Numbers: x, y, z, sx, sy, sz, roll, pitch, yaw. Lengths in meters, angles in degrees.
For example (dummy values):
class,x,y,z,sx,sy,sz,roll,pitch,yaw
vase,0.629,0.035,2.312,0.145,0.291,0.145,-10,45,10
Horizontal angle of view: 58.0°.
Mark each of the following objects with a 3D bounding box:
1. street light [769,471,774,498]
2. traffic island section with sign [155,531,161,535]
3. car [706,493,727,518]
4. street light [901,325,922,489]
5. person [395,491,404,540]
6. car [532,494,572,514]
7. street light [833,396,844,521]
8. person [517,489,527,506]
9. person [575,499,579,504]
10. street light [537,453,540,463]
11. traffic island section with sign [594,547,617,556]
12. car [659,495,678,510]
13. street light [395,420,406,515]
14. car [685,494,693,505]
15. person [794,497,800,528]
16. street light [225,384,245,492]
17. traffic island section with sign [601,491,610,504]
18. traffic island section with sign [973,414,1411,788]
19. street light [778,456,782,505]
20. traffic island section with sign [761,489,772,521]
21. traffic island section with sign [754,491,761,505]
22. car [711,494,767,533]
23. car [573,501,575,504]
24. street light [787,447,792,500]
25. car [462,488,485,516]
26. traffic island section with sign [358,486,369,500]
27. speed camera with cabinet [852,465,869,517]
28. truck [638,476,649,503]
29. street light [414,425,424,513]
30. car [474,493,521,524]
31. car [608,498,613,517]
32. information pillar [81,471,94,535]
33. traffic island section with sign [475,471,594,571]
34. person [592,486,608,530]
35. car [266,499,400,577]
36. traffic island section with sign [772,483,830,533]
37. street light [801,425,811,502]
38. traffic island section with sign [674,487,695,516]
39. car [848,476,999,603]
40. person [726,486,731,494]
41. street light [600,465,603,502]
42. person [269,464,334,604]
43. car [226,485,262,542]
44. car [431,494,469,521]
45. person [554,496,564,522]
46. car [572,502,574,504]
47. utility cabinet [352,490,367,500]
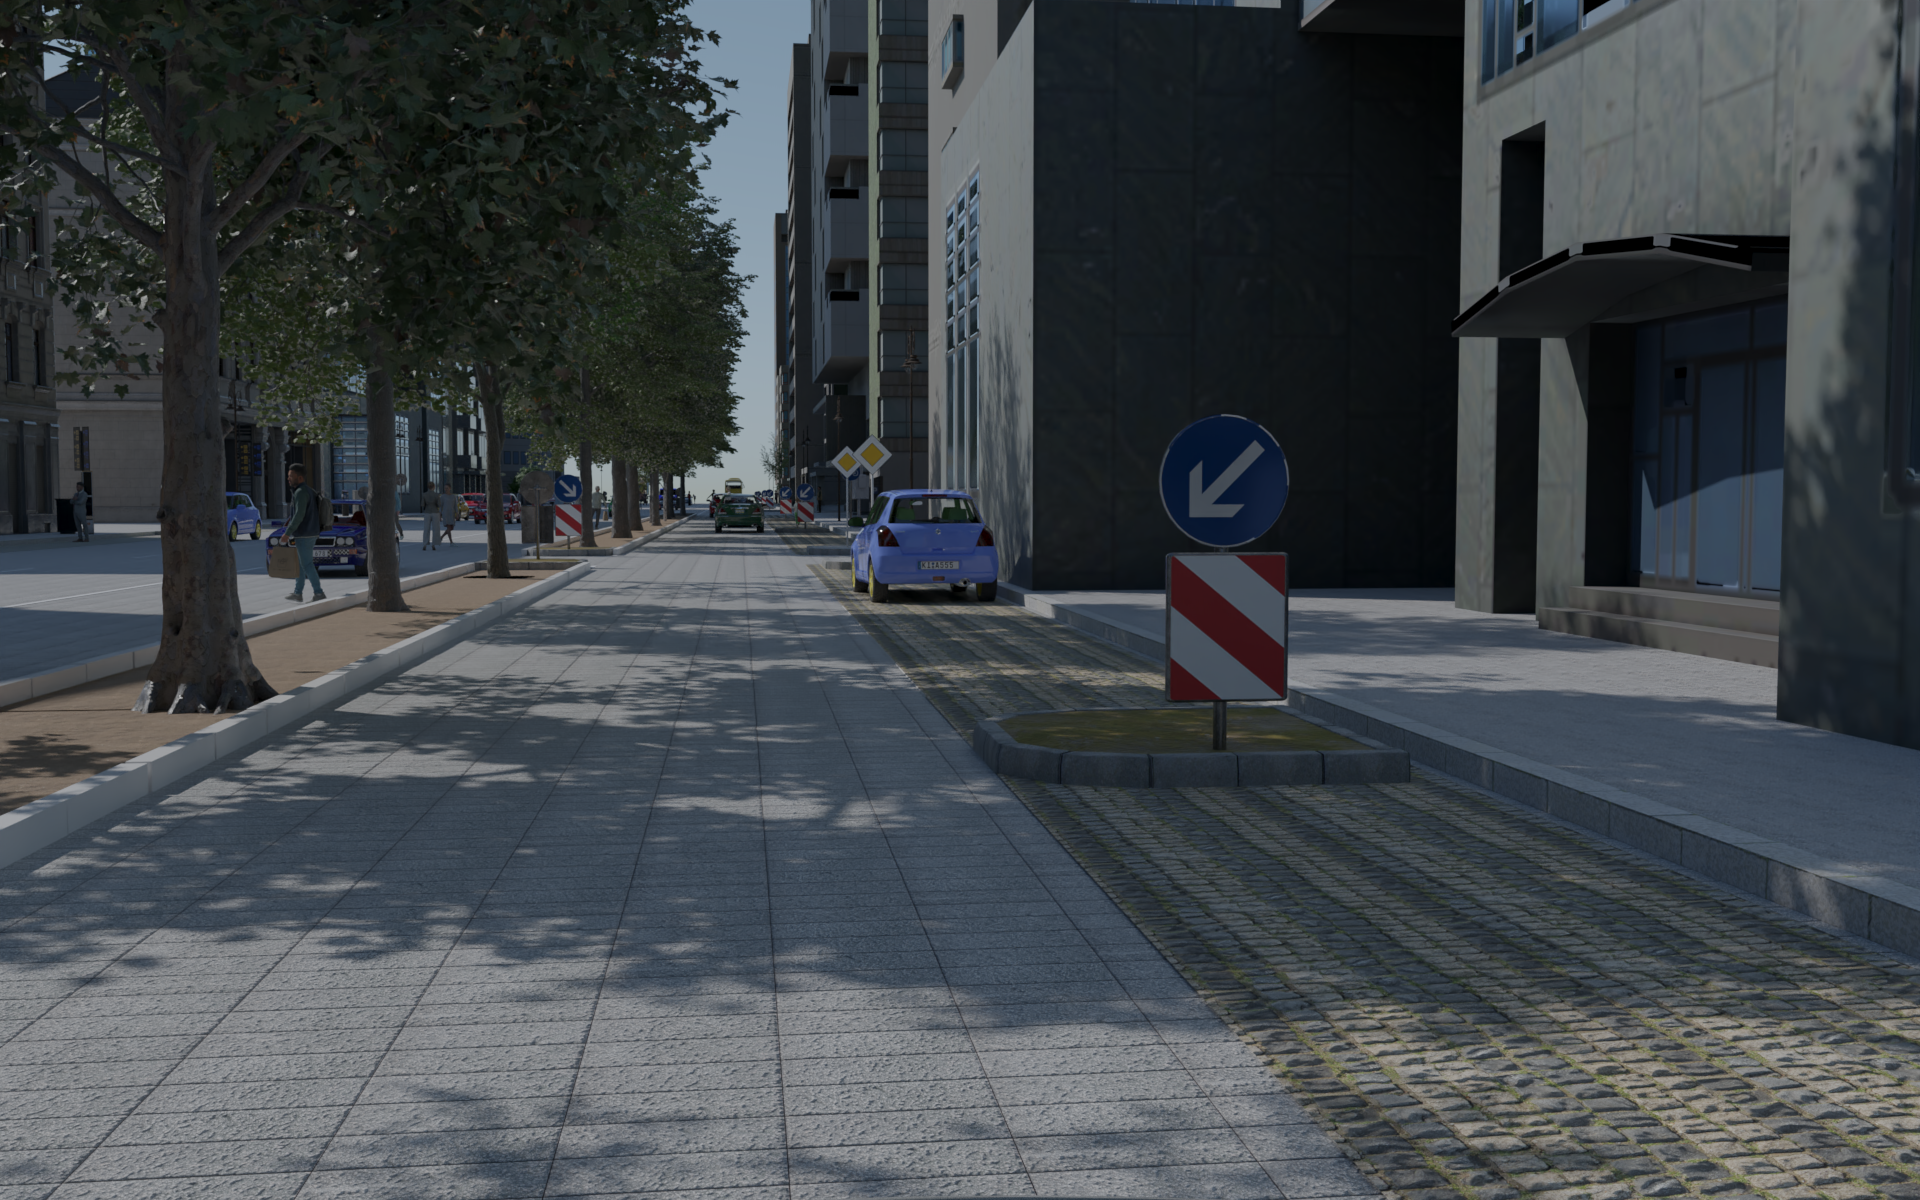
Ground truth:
class,x,y,z,sx,sy,sz,roll,pitch,yaw
street light,-25.892,-16.352,240.142,0.468,5.910,1.993,0,4,-7
traffic island section with sign,-26.902,-3.189,60.761,1.989,1.847,2.006,0,4,-7
car,-14.430,-5.926,105.937,2.155,1.783,4.494,-1,4,-9
street light,-1.334,-4.573,47.553,0.468,5.910,1.993,0,4,-7
person,-17.682,-2.788,54.097,0.660,1.820,0.620,1,4,21
car,-25.620,-6.125,108.820,2.281,1.827,5.304,0,4,-7
street light,-5.700,-6.653,81.560,0.468,5.910,1.993,0,4,-7
person,-28.418,-6.326,112.114,0.728,1.800,0.709,2,4,30
person,-21.329,-5.406,96.986,0.391,1.810,0.635,1,4,15
street light,-44.671,-12.908,183.840,0.468,5.910,1.993,0,4,-7
traffic island section with sign,-9.127,-1.990,40.667,2.006,1.907,1.989,0,4,-7
car,-25.927,-8.644,153.909,1.945,1.354,3.894,-1,4,-9
street light,-34.946,-8.282,108.199,0.468,5.910,1.993,0,4,-7
car,-36.382,-13.296,229.397,2.014,1.417,4.499,0,4,-6
person,-6.660,-3.561,70.969,0.306,1.304,0.590,0,4,5
street light,-30.495,-6.129,72.989,0.468,5.910,1.993,0,4,-7
traffic island section with sign,-50.589,-14.580,247.004,1.989,1.847,2.006,0,4,-7
traffic island section with sign,1.114,-0.044,9.353,1.989,1.847,2.006,0,4,-7
street light,-21.552,-14.264,206.000,0.468,5.910,1.993,0,4,-7
traffic island section with sign,-9.306,-5.053,91.241,1.989,1.847,2.006,0,4,-7
traffic island section with sign,-15.525,-8.046,140.185,1.989,1.847,2.006,0,4,-7
car,-8.315,-3.271,65.274,2.131,1.459,4.920,0,4,-7
car,-28.192,-6.904,125.462,1.945,1.354,3.894,-1,4,-8
street light,-15.490,-11.328,158.002,0.468,5.910,1.993,0,4,-7
car,-28.264,-5.593,100.482,2.155,1.783,4.494,0,4,-8
traffic island section with sign,-30.417,-4.877,88.361,1.989,1.847,2.006,0,4,-7
speed camera with cabinet,-4.057,-5.360,81.968,2.038,3.252,0.660,-1,4,-21
truck,-49.482,-17.023,267.235,2.839,4.237,11.283,0,4,-7
street light,-35.935,-8.720,115.354,0.468,5.910,1.993,0,4,-7
car,-22.361,-4.576,83.850,2.155,1.783,4.494,0,4,-6
car,-21.143,-6.129,109.006,1.959,1.807,4.718,0,4,-8
information pillar,-27.681,-3.087,54.959,0.304,2.012,0.304,-2,4,-32
traffic island section with sign,-8.203,-1.540,33.317,2.006,1.907,1.989,0,4,-7
person,-14.578,-3.724,69.871,0.782,1.767,0.515,0,4,-4
car,-11.261,-1.140,31.216,1.945,1.354,3.894,0,4,-8
traffic island section with sign,-5.893,-3.417,64.502,1.989,1.847,2.006,0,4,-7
street light,-10.164,-8.732,115.555,0.468,5.910,1.993,0,4,-7
traffic island section with sign,-18.615,-6.549,115.206,2.006,1.907,1.989,0,4,-7
car,-0.561,-0.889,24.124,1.945,1.707,3.694,-1,4,-9
person,-12.096,-5.043,90.833,0.818,1.842,0.514,-3,4,-37
street light,-55.053,-17.935,266.026,0.468,5.910,1.993,0,4,-7
person,-8.520,-0.849,22.369,0.713,1.824,0.794,1,4,10
car,-22.700,-2.652,52.949,1.945,1.707,3.694,0,4,-6
car,-27.520,-5.067,93.062,2.015,1.641,3.980,0,4,-6
person,-20.661,-4.922,89.239,0.793,1.790,0.793,-1,4,-13
car,-27.425,-6.490,118.690,1.945,1.354,3.894,-1,4,-8
utility cabinet,-35.783,-5.794,103.405,0.318,1.500,1.173,1,4,14
